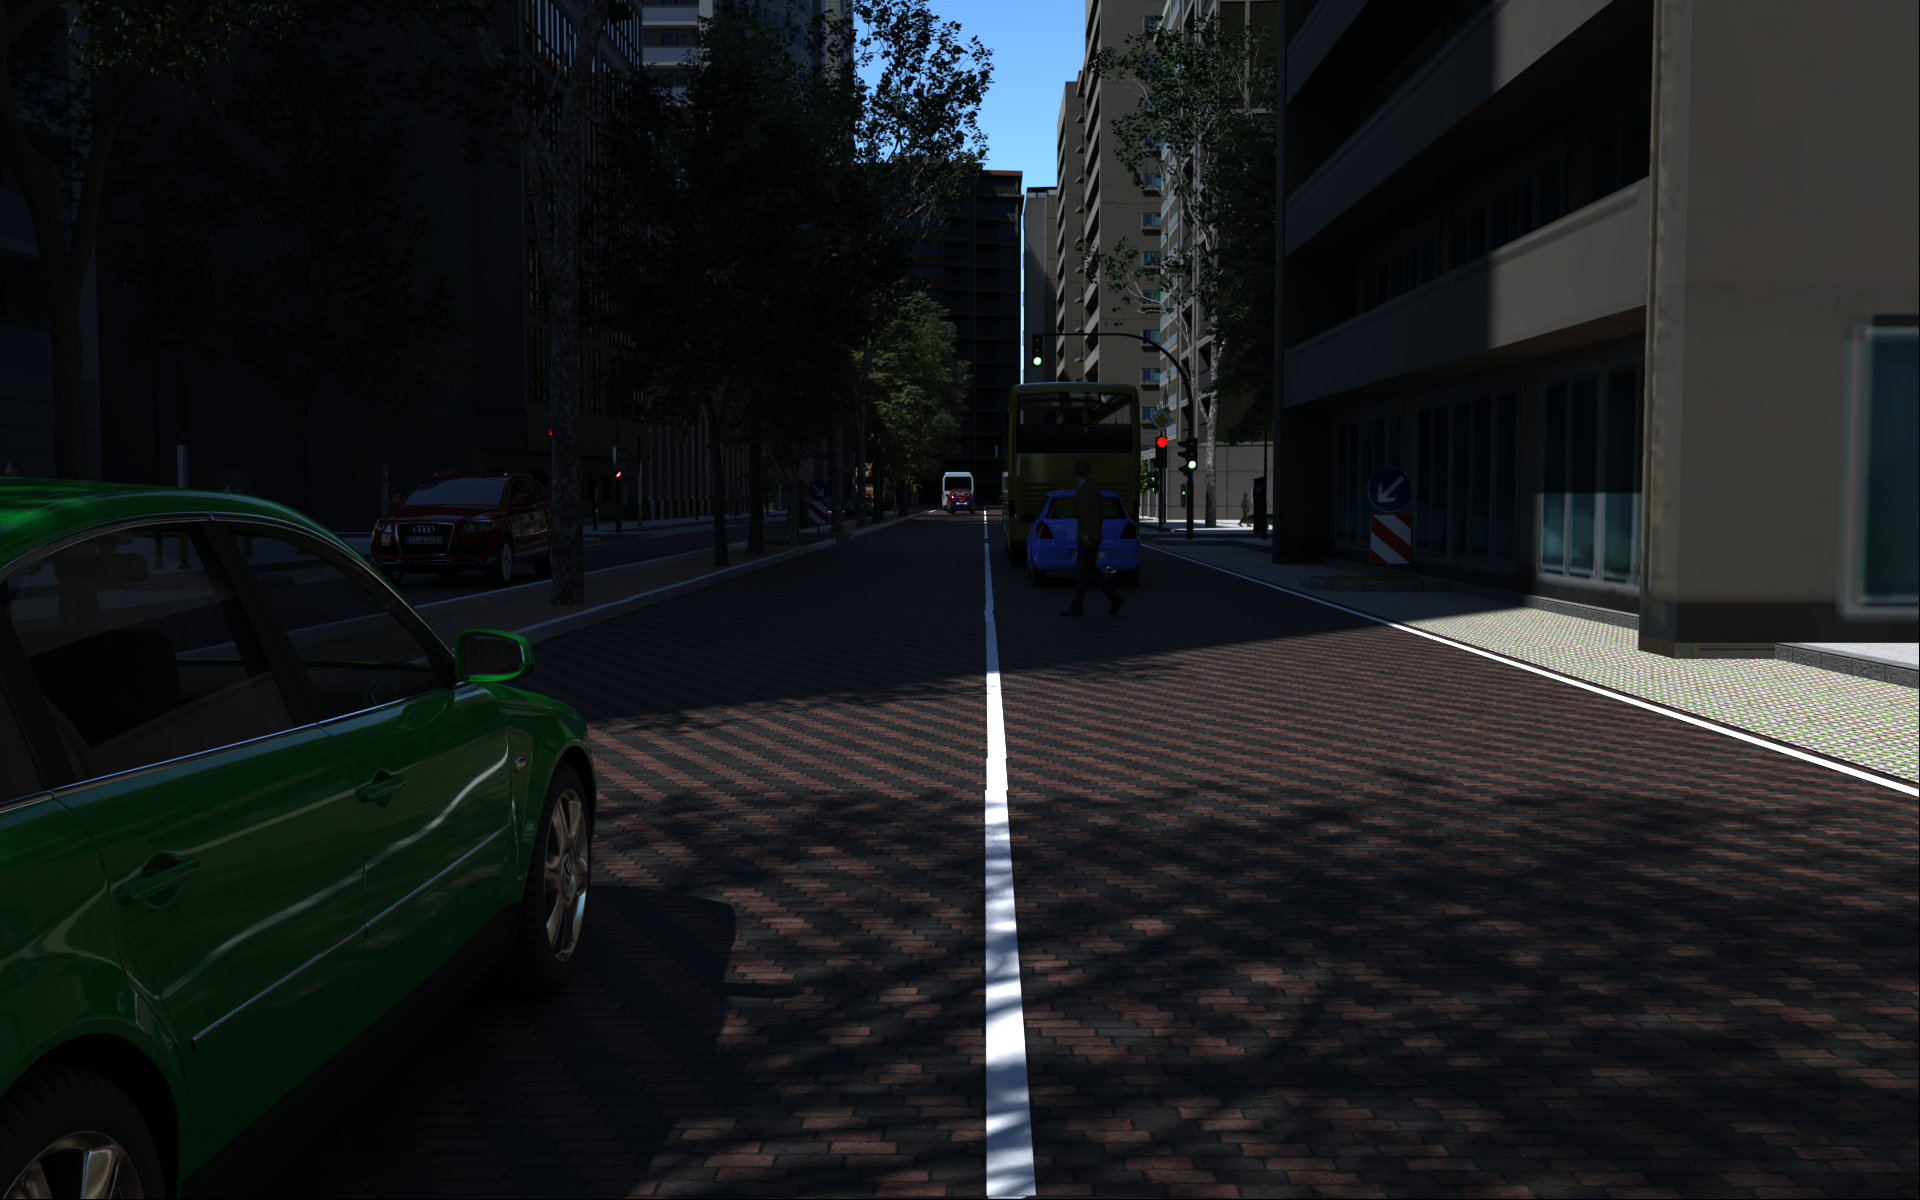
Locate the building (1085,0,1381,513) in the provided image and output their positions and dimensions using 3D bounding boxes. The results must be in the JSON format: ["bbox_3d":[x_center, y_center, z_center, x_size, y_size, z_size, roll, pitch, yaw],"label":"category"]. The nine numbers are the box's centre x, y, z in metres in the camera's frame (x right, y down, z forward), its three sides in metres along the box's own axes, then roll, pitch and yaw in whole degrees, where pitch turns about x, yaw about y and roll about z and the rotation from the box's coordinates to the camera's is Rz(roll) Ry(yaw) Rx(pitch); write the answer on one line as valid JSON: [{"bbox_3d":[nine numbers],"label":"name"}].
[{"bbox_3d":[21.674,-31.885,145.026,21.300,48.544,21.600,0,4,1],"label":"building"}]

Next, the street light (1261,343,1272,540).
[{"bbox_3d":[8.572,-4.633,48.545,0.468,5.910,1.993,0,4,1],"label":"street light"}]

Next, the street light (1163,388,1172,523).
[{"bbox_3d":[8.939,-6.279,75.456,0.468,5.910,1.993,0,4,1],"label":"street light"}]

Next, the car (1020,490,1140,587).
[{"bbox_3d":[1.950,-1.129,28.057,1.945,1.707,3.694,0,4,1],"label":"car"}]

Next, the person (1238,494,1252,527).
[{"bbox_3d":[11.163,-3.511,67.720,0.640,1.303,0.475,2,4,30],"label":"person"}]

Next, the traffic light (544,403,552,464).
[{"bbox_3d":[-11.378,-3.685,49.171,0.839,4.253,0.868,0,4,1],"label":"traffic light"}]

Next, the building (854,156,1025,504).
[{"bbox_3d":[-6.183,-35.000,226.869,28.867,44.769,22.147,0,4,1],"label":"building"}]

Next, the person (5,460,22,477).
[{"bbox_3d":[-14.817,-1.283,27.118,0.767,1.812,0.694,-2,4,-32],"label":"person"}]

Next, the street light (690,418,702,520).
[{"bbox_3d":[-13.020,-6.891,85.454,0.468,5.910,1.993,0,4,1],"label":"street light"}]

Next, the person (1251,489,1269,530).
[{"bbox_3d":[10.680,-3.409,61.626,0.661,1.843,0.795,2,4,34],"label":"person"}]

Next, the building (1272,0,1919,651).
[{"bbox_3d":[16.972,-24.470,23.788,21.300,48.544,21.600,0,4,1],"label":"building"}]

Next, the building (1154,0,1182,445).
[{"bbox_3d":[26.763,-26.149,119.416,32.217,40.220,23.993,0,4,1],"label":"building"}]

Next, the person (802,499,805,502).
[{"bbox_3d":[-10.778,-6.581,116.221,0.709,1.813,0.853,-2,4,-25],"label":"person"}]

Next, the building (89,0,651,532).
[{"bbox_3d":[-21.688,-16.866,69.265,14.314,27.812,24.014,0,4,1],"label":"building"}]

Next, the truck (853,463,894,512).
[{"bbox_3d":[-7.183,-9.584,145.604,2.839,4.237,11.283,0,4,2],"label":"truck"}]

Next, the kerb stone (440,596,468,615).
[{"bbox_3d":[-6.150,0.084,20.817,0.120,0.150,1.000,0,4,1],"label":"kerb stone"}]

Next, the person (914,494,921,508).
[{"bbox_3d":[-4.605,-10.524,181.291,1.217,1.736,0.721,-2,4,-35],"label":"person"}]

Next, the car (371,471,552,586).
[{"bbox_3d":[-8.054,-1.218,28.589,2.281,1.827,5.304,0,3,0],"label":"car"}]

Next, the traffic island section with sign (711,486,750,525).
[{"bbox_3d":[-10.632,-4.481,81.887,1.989,1.847,2.006,0,4,1],"label":"traffic island section with sign"}]

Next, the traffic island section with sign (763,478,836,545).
[{"bbox_3d":[-4.699,-2.527,49.447,2.006,1.907,1.989,0,4,1],"label":"traffic island section with sign"}]

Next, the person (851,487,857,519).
[{"bbox_3d":[-6.149,-5.678,101.192,0.638,1.841,0.748,3,5,41],"label":"person"}]

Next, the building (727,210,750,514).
[{"bbox_3d":[-19.320,-17.339,112.366,11.050,23.489,19.941,0,4,1],"label":"building"}]

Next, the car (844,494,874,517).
[{"bbox_3d":[-6.334,-6.171,109.687,1.959,1.807,4.718,0,4,1],"label":"car"}]

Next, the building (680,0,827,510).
[{"bbox_3d":[-23.027,-36.918,145.609,21.231,58.520,28.212,0,4,1],"label":"building"}]

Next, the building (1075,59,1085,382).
[{"bbox_3d":[22.701,-31.541,170.316,22.147,44.769,28.867,0,4,1],"label":"building"}]

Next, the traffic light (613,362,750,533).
[{"bbox_3d":[-9.173,-5.045,57.161,4.771,5.953,1.251,0,4,1],"label":"traffic light"}]

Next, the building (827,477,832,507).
[{"bbox_3d":[-29.452,-29.384,172.313,32.217,40.220,23.993,0,4,1],"label":"building"}]

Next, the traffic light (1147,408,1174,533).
[{"bbox_3d":[6.593,-4.159,56.922,0.839,4.253,0.868,0,4,1],"label":"traffic light"}]

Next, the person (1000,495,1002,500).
[{"bbox_3d":[3.548,-7.826,136.474,0.705,1.822,1.348,-3,5,-44],"label":"person"}]

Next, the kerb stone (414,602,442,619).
[{"bbox_3d":[-6.169,0.147,19.795,0.120,0.150,1.000,0,4,1],"label":"kerb stone"}]

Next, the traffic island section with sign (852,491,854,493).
[{"bbox_3d":[-9.536,-9.209,159.192,1.989,1.847,2.006,0,4,1],"label":"traffic island section with sign"}]

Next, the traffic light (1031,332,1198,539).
[{"bbox_3d":[4.389,-4.536,48.826,4.771,5.953,1.251,0,4,1],"label":"traffic light"}]

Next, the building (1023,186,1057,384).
[{"bbox_3d":[15.244,-33.011,223.317,14.086,41.232,14.154,0,4,1],"label":"building"}]

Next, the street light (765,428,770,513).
[{"bbox_3d":[-12.563,-8.580,113.076,0.468,5.910,1.993,0,4,1],"label":"street light"}]

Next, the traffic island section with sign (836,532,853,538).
[{"bbox_3d":[-4.586,-2.980,56.853,2.006,1.907,1.989,0,4,1],"label":"traffic island section with sign"}]

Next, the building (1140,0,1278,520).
[{"bbox_3d":[20.551,-39.759,88.309,20.563,71.187,20.611,0,4,1],"label":"building"}]

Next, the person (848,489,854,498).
[{"bbox_3d":[-11.500,-10.962,185.281,0.705,1.822,1.348,-3,4,-36],"label":"person"}]

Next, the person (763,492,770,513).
[{"bbox_3d":[-13.168,-6.787,117.854,0.563,1.720,0.643,3,4,37],"label":"person"}]

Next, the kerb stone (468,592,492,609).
[{"bbox_3d":[-6.140,0.022,21.838,0.120,0.150,1.000,0,4,1],"label":"kerb stone"}]

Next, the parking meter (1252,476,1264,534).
[{"bbox_3d":[9.703,-3.087,56.188,0.399,1.863,0.255,1,4,19],"label":"parking meter"}]

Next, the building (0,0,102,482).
[{"bbox_3d":[-35.262,-30.265,36.837,28.212,58.520,21.231,0,4,1],"label":"building"}]

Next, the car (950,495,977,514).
[{"bbox_3d":[0.202,-6.838,124.387,1.945,1.354,3.894,0,4,2],"label":"car"}]

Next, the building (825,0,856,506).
[{"bbox_3d":[-22.824,-46.319,195.568,20.611,71.187,20.563,0,4,1],"label":"building"}]

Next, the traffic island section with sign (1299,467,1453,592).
[{"bbox_3d":[6.213,-1.074,26.183,1.989,1.847,2.006,0,4,1],"label":"traffic island section with sign"}]

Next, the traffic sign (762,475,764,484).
[{"bbox_3d":[-12.311,-6.444,105.468,0.768,2.556,0.104,1,4,10],"label":"traffic sign"}]

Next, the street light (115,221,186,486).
[{"bbox_3d":[-13.742,-3.472,29.550,0.468,5.910,1.993,0,4,1],"label":"street light"}]

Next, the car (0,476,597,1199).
[{"bbox_3d":[-2.035,0.316,3.626,1.959,1.807,4.718,0,4,1],"label":"car"}]

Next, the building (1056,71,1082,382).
[{"bbox_3d":[21.994,-34.966,195.400,21.300,48.544,21.600,0,4,1],"label":"building"}]

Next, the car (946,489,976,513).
[{"bbox_3d":[0.041,-7.434,130.224,2.281,1.827,5.304,0,4,1],"label":"car"}]

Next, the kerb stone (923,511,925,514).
[{"bbox_3d":[-2.675,-5.905,118.738,0.120,0.150,1.000,0,4,1],"label":"kerb stone"}]

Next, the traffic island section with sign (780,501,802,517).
[{"bbox_3d":[-10.247,-6.141,109.034,1.989,1.847,2.006,0,4,1],"label":"traffic island section with sign"}]

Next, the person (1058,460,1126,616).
[{"bbox_3d":[1.548,-0.738,20.485,0.836,1.842,0.656,-1,4,-10],"label":"person"}]

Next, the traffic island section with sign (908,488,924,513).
[{"bbox_3d":[-3.542,-7.575,131.984,2.006,1.907,1.989,0,4,1],"label":"traffic island section with sign"}]

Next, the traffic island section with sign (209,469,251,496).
[{"bbox_3d":[-11.407,-1.098,26.573,1.989,1.847,2.006,0,4,1],"label":"traffic island section with sign"}]

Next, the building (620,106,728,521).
[{"bbox_3d":[-19.598,-16.101,92.137,11.050,23.489,19.941,0,4,1],"label":"building"}]
